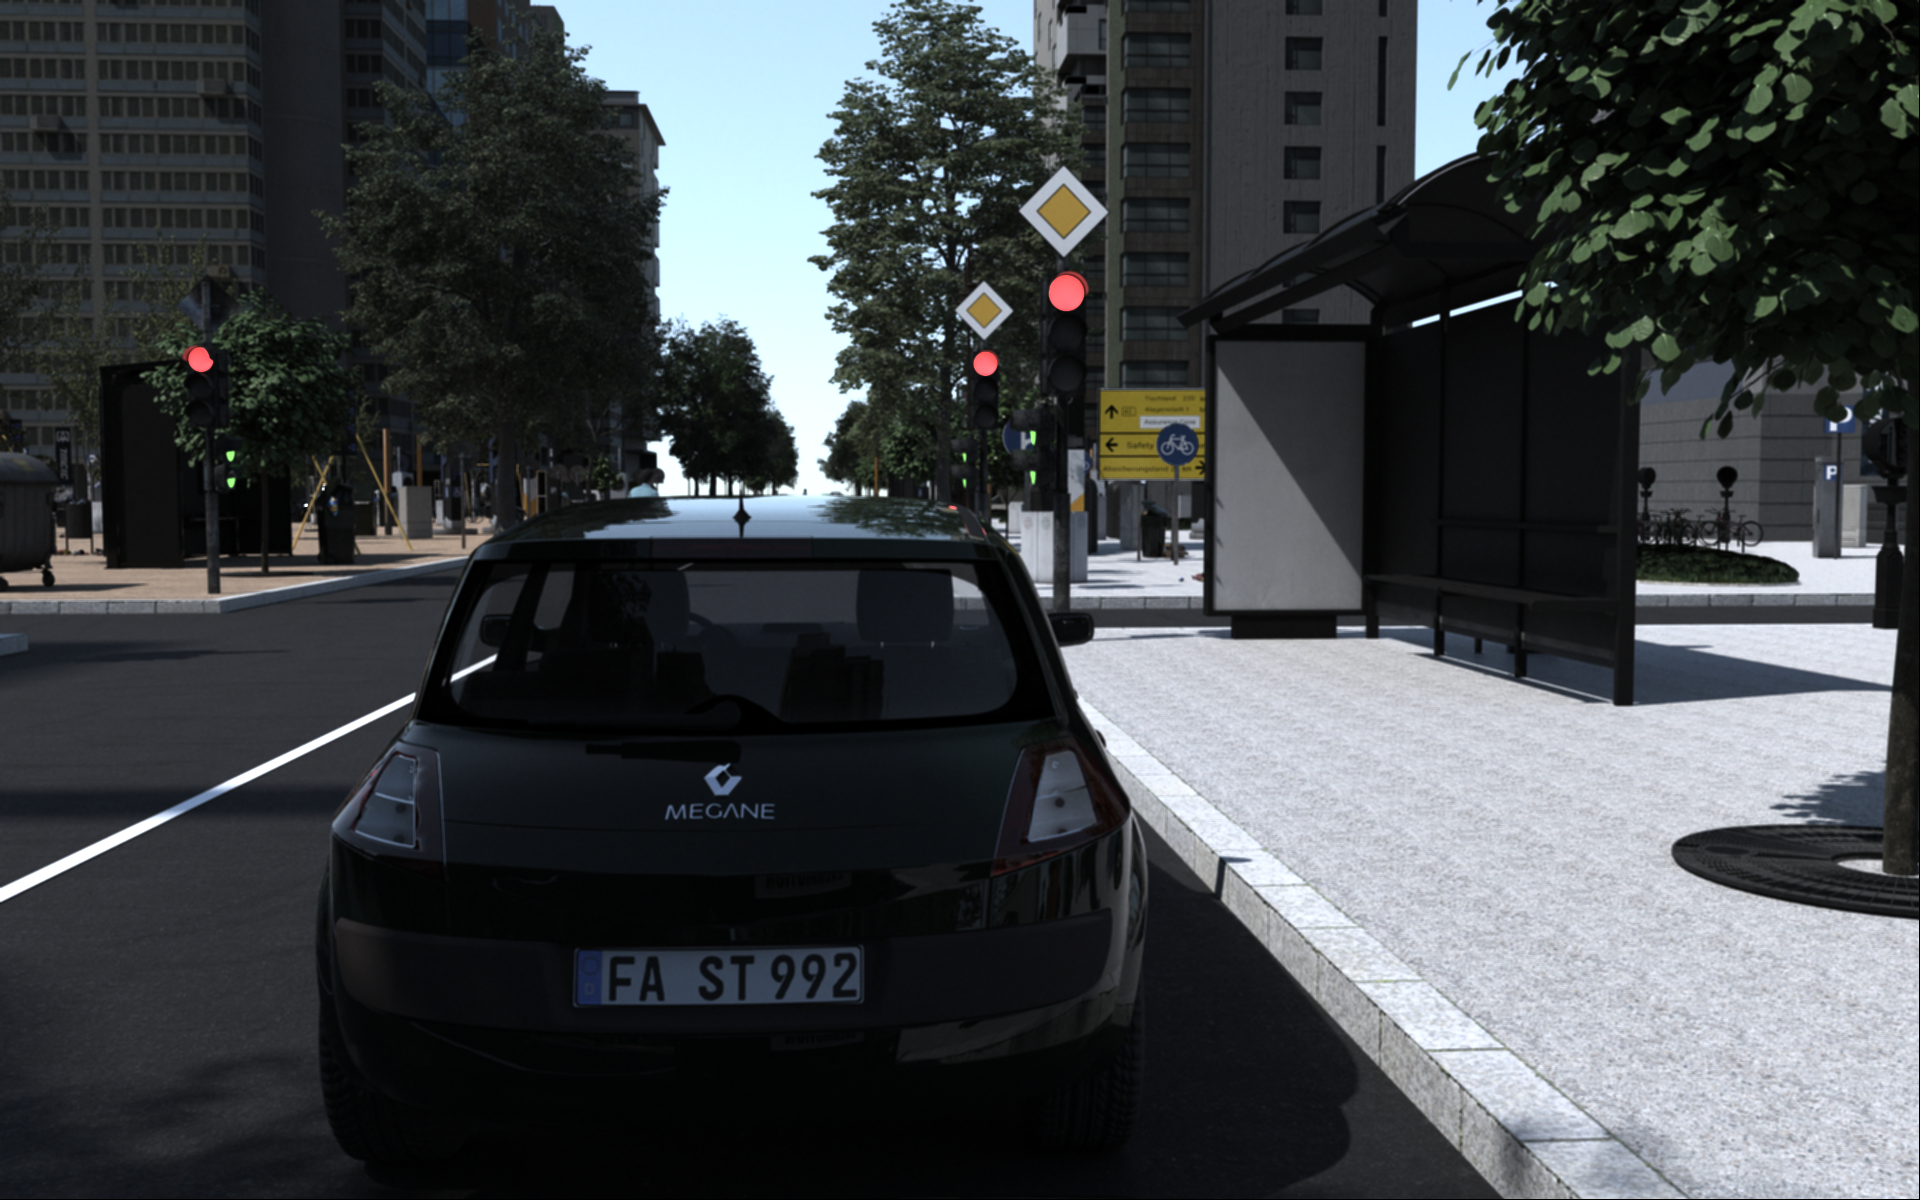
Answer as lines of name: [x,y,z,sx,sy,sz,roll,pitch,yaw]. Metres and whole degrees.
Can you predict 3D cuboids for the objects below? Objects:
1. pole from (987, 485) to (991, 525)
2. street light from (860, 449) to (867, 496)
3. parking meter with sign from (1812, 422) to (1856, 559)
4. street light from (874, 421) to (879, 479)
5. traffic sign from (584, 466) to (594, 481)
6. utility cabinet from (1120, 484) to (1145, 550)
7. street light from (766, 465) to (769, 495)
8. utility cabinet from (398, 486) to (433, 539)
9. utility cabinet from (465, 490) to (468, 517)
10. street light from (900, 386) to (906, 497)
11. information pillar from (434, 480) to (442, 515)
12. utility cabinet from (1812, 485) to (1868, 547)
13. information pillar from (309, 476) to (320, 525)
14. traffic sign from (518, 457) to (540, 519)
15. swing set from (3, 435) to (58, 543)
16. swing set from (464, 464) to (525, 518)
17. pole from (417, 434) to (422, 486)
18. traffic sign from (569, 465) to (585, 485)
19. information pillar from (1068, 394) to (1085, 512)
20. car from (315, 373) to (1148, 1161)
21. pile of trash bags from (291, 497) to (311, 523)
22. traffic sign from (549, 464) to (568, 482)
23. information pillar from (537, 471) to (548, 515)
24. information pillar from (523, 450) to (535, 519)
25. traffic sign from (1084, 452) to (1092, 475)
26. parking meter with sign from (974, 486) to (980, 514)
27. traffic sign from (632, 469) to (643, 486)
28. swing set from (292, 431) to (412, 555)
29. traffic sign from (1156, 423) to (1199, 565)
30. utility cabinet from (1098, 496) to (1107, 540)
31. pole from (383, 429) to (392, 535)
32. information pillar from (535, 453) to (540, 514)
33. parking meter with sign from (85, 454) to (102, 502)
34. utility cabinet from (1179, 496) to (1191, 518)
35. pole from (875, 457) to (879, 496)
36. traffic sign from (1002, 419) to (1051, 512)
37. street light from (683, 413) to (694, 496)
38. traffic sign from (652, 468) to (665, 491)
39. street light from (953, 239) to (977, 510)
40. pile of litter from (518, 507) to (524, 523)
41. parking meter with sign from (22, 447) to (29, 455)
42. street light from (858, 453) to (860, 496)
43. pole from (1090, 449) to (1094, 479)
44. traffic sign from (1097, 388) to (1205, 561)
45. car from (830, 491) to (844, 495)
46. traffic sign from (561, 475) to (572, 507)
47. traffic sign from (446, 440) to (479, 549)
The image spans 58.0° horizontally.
pole: [1.087,-4.401,65.807,0.158,3.312,0.155,0,3,0]
street light: [-7.594,-10.238,140.180,0.468,5.910,1.993,0,4,-4]
parking meter with sign: [17.478,-2.356,34.781,0.543,3.016,1.738,1,4,17]
street light: [-5.241,-8.214,107.091,0.468,5.910,1.993,0,4,-4]
traffic sign: [-16.490,-4.717,77.235,0.768,2.556,0.104,0,4,-1]
utility cabinet: [3.982,-1.914,39.981,0.318,1.500,1.173,0,4,-8]
street light: [-23.784,-14.804,214.835,0.468,5.910,1.993,0,4,-4]
utility cabinet: [-15.476,-2.478,49.194,0.318,1.500,1.173,1,4,18]
utility cabinet: [-27.581,-5.318,95.635,0.318,1.500,1.173,-3,5,-40]
street light: [-2.166,-5.604,64.416,0.468,5.910,1.993,0,4,-4]
information pillar: [-28.085,-5.430,93.266,0.304,2.012,0.304,1,4,11]
utility cabinet: [21.178,-2.020,41.700,0.318,1.500,1.173,-2,4,-31]
information pillar: [-26.857,-4.137,72.136,0.304,2.012,0.304,3,5,41]
traffic sign: [-14.743,-3.617,59.237,0.768,2.556,0.104,0,4,-1]
swing set: [-25.365,-2.852,44.243,2.862,2.851,3.119,0,4,3]
swing set: [-24.477,-5.707,90.933,3.119,2.851,2.862,0,4,-4]
pole: [-18.470,-3.999,59.224,0.158,3.312,0.155,0,3,0]
traffic sign: [-16.864,-4.665,76.381,0.768,2.556,0.104,0,4,1]
information pillar: [2.064,-2.500,32.230,0.504,3.616,0.183,0,4,-3]
car: [-0.534,0.283,5.153,2.009,1.686,4.222,0,4,-3]
pile of trash bags: [-31.160,-4.245,79.153,3.447,1.369,1.912,1,4,22]
traffic sign: [-16.861,-4.444,72.765,0.768,2.556,0.104,0,4,-1]
information pillar: [-13.221,-3.079,54.827,0.304,2.012,0.304,-1,4,-8]
information pillar: [-19.696,-5.350,78.834,0.183,3.616,0.504,1,4,15]
traffic sign: [3.449,-3.069,50.286,0.768,2.556,0.104,0,4,2]
parking meter with sign: [0.627,-5.574,87.403,0.543,3.016,1.738,0,4,-1]
traffic sign: [-16.271,-5.372,87.942,0.768,2.556,0.104,0,4,1]
swing set: [-13.985,-2.463,37.894,2.862,2.851,3.119,0,4,4]
traffic sign: [3.905,-1.903,31.227,0.768,2.556,0.104,0,4,-2]
utility cabinet: [3.676,-2.267,48.229,0.306,1.237,1.020,3,5,39]
pole: [-17.884,-3.686,54.101,0.158,3.312,0.155,0,3,0]
information pillar: [-19.603,-5.408,79.767,0.504,3.616,0.183,-3,5,-40]
parking meter with sign: [-37.931,-4.907,76.487,0.543,3.016,1.738,0,4,-4]
utility cabinet: [9.761,-3.907,75.041,1.020,1.237,0.306,-3,5,-43]
pole: [-4.599,-6.235,95.781,0.158,3.312,0.155,0,3,0]
traffic sign: [1.040,-1.635,26.835,0.768,2.556,0.104,0,4,1]
street light: [-15.490,-7.716,98.942,0.468,5.910,1.993,0,4,-4]
traffic sign: [-14.749,-5.151,84.331,0.768,2.556,0.104,0,4,3]
street light: [0.157,-3.597,31.593,0.468,5.910,1.993,0,4,-4]
pile of litter: [-15.892,-3.021,63.352,1.176,0.858,1.719,1,4,9]
parking meter with sign: [-34.793,-4.124,63.696,0.543,3.016,1.738,-1,4,-10]
street light: [-9.909,-12.279,173.553,0.468,5.910,1.993,0,4,-4]
pole: [6.005,-5.194,78.769,0.158,3.312,0.155,0,3,0]
traffic sign: [3.767,-2.406,33.216,2.265,3.308,0.079,0,4,3]
car: [-17.815,-14.659,248.343,2.281,1.827,5.304,0,4,-5]
traffic sign: [-18.636,-4.962,81.134,0.884,2.594,0.081,0,4,4]
traffic sign: [-11.665,-2.479,40.636,0.768,2.556,0.104,0,4,-1]
